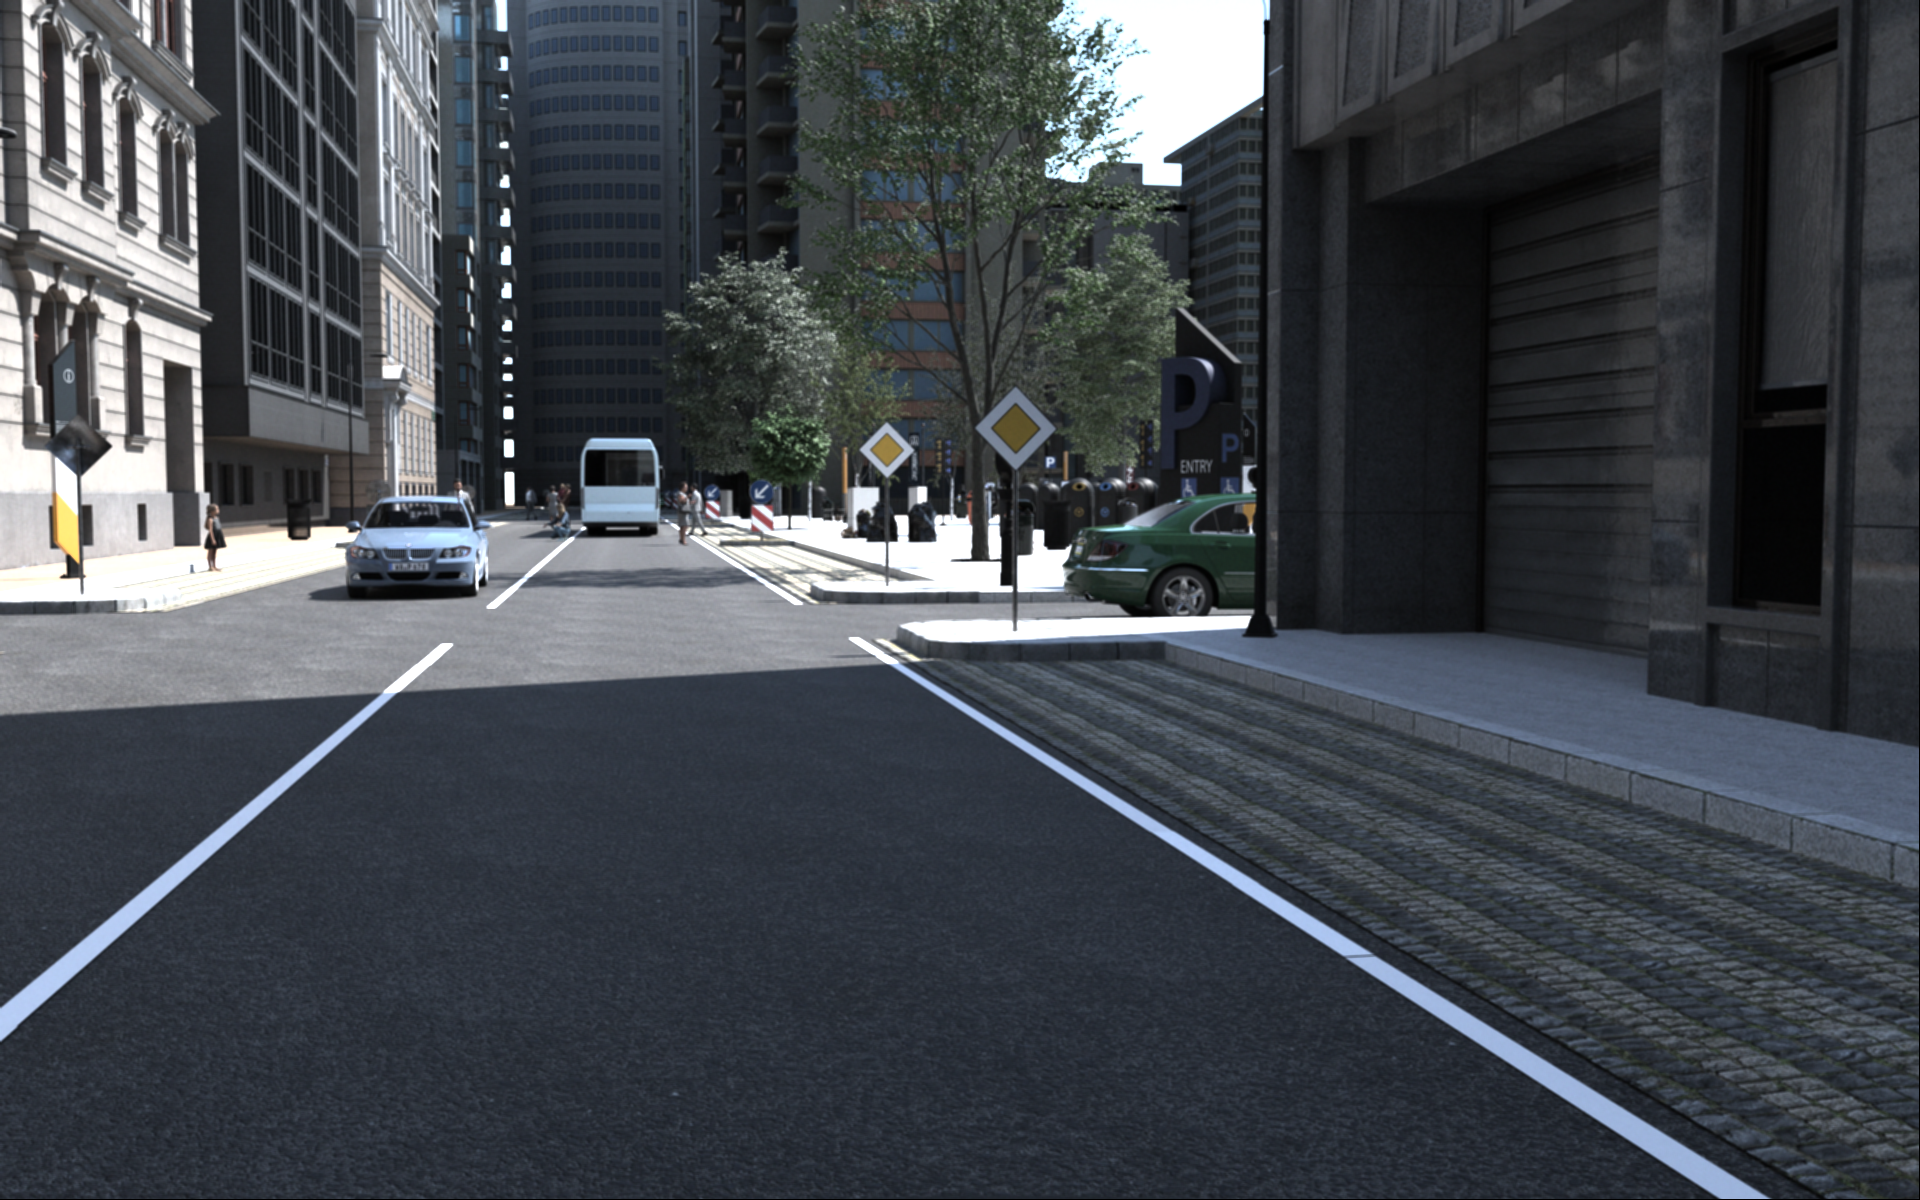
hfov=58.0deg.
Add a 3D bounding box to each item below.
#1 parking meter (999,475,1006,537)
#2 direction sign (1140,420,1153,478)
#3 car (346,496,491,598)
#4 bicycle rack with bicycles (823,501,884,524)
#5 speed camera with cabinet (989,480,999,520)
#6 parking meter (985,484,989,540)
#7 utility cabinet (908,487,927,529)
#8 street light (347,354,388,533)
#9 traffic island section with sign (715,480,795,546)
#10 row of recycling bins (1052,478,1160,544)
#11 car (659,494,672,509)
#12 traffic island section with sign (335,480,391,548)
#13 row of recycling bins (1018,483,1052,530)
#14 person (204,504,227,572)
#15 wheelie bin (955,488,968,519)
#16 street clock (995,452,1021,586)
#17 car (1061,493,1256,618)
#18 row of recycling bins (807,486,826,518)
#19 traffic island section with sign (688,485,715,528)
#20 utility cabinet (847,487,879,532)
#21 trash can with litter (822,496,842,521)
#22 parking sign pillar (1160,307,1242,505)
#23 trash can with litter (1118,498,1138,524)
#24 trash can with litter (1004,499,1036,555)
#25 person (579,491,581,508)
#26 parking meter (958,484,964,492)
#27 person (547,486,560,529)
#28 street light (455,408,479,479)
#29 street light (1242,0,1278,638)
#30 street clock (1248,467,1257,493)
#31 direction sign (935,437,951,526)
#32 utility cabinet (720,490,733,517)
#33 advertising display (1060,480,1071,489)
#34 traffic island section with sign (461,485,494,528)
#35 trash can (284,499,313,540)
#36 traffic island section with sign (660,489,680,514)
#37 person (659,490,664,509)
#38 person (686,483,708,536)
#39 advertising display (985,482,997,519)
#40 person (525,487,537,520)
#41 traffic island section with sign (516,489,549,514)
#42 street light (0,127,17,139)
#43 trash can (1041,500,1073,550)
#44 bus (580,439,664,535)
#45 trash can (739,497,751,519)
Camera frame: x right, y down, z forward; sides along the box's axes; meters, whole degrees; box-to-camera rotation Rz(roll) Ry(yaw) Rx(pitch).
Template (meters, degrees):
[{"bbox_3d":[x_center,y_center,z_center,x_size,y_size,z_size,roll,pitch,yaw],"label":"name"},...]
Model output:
[{"bbox_3d":[1.359,-2.827,51.938,0.255,1.863,0.399,-1,4,-21],"label":"parking meter"},{"bbox_3d":[5.731,-3.752,53.334,0.379,3.537,0.876,-1,4,-20],"label":"direction sign"},{"bbox_3d":[-7.947,-0.831,25.585,2.014,1.417,4.499,-1,4,-13],"label":"car"},{"bbox_3d":[-4.424,-3.726,74.302,2.852,0.926,2.925,2,4,33],"label":"bicycle rack with bicycles"},{"bbox_3d":[1.570,-5.650,86.711,2.038,3.252,0.660,0,4,-4],"label":"speed camera with cabinet"},{"bbox_3d":[0.481,-1.925,39.881,0.372,1.533,0.369,0,3,0],"label":"parking meter"},{"bbox_3d":[-1.295,-2.681,52.515,0.318,1.500,1.173,1,4,12],"label":"utility cabinet"},{"bbox_3d":[-19.596,-5.185,57.321,1.470,5.913,1.316,-1,4,-11],"label":"street light"},{"bbox_3d":[-5.674,-2.418,48.158,1.989,1.847,2.006,-1,4,-11],"label":"traffic island section with sign"},{"bbox_3d":[4.216,-2.268,44.193,3.534,1.692,1.069,2,4,34],"label":"row of recycling bins"},{"bbox_3d":[-27.610,-9.273,160.411,1.959,1.807,4.718,-1,4,-11],"label":"car"},{"bbox_3d":[-15.633,-2.323,46.603,1.989,1.847,2.006,-1,4,-11],"label":"traffic island section with sign"},{"bbox_3d":[3.649,-3.376,62.316,3.534,1.692,1.069,2,4,30],"label":"row of recycling bins"},{"bbox_3d":[-13.710,-1.145,31.897,0.373,1.253,0.362,1,4,9],"label":"person"},{"bbox_3d":[0.090,-5.072,90.836,0.693,1.594,0.980,0,4,-1],"label":"wheelie bin"},{"bbox_3d":[0.679,-1.200,24.192,0.358,2.002,0.471,1,4,23],"label":"street clock"},{"bbox_3d":[3.622,-0.486,19.743,4.920,1.459,2.131,-1,4,-9],"label":"car"},{"bbox_3d":[-7.697,-5.244,92.846,1.069,1.692,3.534,0,4,-6],"label":"row of recycling bins"},{"bbox_3d":[-10.812,-4.036,74.621,1.989,1.847,2.006,-1,4,-11],"label":"traffic island section with sign"},{"bbox_3d":[-3.218,-2.983,57.446,0.318,1.500,1.173,3,5,44],"label":"utility cabinet"},{"bbox_3d":[-6.094,-4.383,83.043,1.055,1.170,0.624,1,4,14],"label":"trash can with litter"},{"bbox_3d":[3.398,-2.204,24.509,1.447,3.967,1.447,-2,4,-32],"label":"parking sign pillar"},{"bbox_3d":[2.653,-1.184,30.420,1.678,1.210,2.233,3,4,38],"label":"trash can with litter"},{"bbox_3d":[1.284,-1.534,36.464,0.624,1.170,1.055,0,4,7],"label":"trash can with litter"},{"bbox_3d":[-32.346,-8.511,148.435,0.721,1.735,1.217,-2,4,-30],"label":"person"},{"bbox_3d":[0.079,-5.731,99.420,0.255,1.863,0.399,1,4,16],"label":"parking meter"},{"bbox_3d":[-16.768,-3.852,71.845,0.716,1.782,0.532,0,4,-3],"label":"person"},{"bbox_3d":[-26.487,-7.366,92.969,1.470,5.913,1.316,-1,4,-11],"label":"street light"},{"bbox_3d":[2.178,-2.619,15.369,1.470,5.913,1.316,-1,4,-11],"label":"street light"},{"bbox_3d":[7.826,-2.508,45.579,0.471,2.002,0.358,-1,4,-20],"label":"street clock"},{"bbox_3d":[-0.669,-4.731,69.342,0.379,3.537,0.876,3,5,44],"label":"direction sign"},{"bbox_3d":[-12.753,-5.258,94.654,0.318,1.500,1.173,-2,4,-26],"label":"utility cabinet"},{"bbox_3d":[5.177,-4.633,80.963,0.974,1.923,0.123,1,4,13],"label":"advertising display"},{"bbox_3d":[-20.853,-3.970,73.533,1.989,1.847,2.006,-1,4,-11],"label":"traffic island section with sign"},{"bbox_3d":[-18.445,-2.243,48.327,0.748,1.137,0.748,0,3,0],"label":"trash can"},{"bbox_3d":[-20.404,-7.060,124.056,1.989,1.847,2.006,-1,4,-11],"label":"traffic island section with sign"},{"bbox_3d":[-28.402,-9.527,164.136,0.709,1.838,0.599,2,4,33],"label":"person"},{"bbox_3d":[-8.933,-3.050,58.639,0.850,1.792,0.678,1,4,10],"label":"person"},{"bbox_3d":[1.635,-5.218,90.533,0.123,1.923,0.974,-2,4,-31],"label":"advertising display"},{"bbox_3d":[-23.583,-5.301,95.277,0.850,1.850,0.679,3,4,38],"label":"person"},{"bbox_3d":[-30.360,-6.969,122.566,1.989,1.847,2.006,-1,4,-11],"label":"traffic island section with sign"},{"bbox_3d":[-12.654,-3.026,22.011,1.470,5.913,1.316,-1,4,-11],"label":"street light"},{"bbox_3d":[2.230,-1.727,39.890,0.748,1.137,0.748,0,3,0],"label":"trash can"},{"bbox_3d":[-12.419,-4.230,64.017,2.948,3.499,13.247,-1,4,-10],"label":"bus"},{"bbox_3d":[-11.208,-4.822,90.489,0.748,1.137,0.748,0,3,0],"label":"trash can"}]
